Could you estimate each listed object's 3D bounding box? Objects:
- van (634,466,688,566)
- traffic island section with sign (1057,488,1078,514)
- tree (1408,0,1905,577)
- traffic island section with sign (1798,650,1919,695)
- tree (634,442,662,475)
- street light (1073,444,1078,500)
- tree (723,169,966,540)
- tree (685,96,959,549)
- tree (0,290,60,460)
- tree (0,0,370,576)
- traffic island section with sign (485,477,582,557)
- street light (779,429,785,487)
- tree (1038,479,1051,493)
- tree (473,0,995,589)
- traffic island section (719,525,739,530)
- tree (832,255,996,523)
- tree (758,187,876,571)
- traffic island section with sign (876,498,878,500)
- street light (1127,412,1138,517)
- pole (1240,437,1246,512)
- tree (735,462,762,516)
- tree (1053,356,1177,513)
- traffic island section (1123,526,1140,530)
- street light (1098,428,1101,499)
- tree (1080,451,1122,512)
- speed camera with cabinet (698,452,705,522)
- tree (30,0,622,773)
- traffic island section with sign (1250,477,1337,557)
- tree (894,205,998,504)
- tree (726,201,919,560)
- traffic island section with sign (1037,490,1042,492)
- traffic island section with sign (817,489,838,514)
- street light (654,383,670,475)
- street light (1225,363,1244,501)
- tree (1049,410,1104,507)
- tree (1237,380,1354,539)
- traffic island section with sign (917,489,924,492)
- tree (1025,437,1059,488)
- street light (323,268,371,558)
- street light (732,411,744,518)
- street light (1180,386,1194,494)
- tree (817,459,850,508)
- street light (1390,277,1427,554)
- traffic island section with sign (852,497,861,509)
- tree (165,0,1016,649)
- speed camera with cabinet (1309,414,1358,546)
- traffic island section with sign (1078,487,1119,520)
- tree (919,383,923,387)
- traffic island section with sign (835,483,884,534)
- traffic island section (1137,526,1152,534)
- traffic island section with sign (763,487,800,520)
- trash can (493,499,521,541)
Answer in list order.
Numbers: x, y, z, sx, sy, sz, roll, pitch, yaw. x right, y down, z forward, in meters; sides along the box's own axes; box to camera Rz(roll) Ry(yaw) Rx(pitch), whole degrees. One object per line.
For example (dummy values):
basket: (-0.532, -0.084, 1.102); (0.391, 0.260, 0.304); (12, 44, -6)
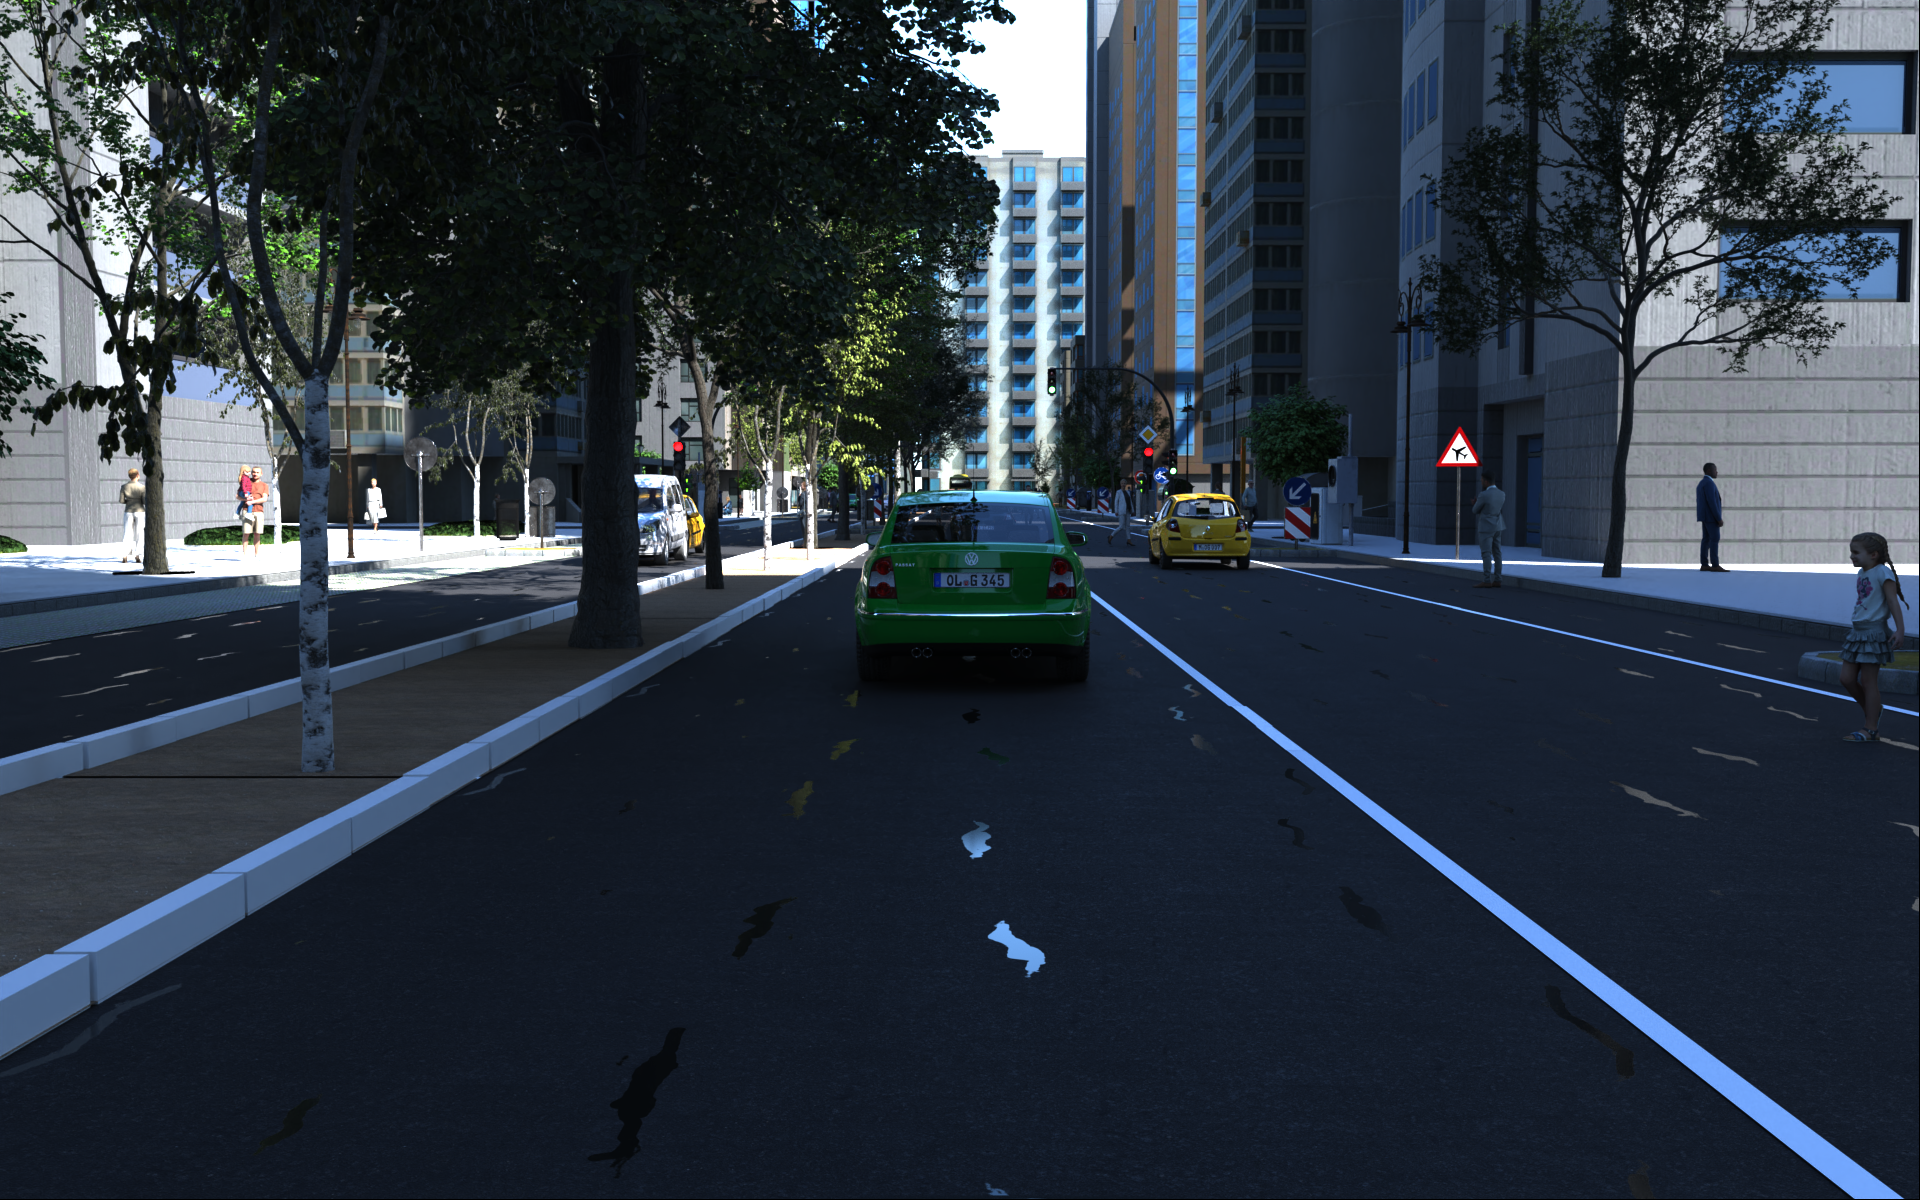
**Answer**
van: (-6.709, -1.772, 35.987); (2.013, 2.044, 4.112); (0, 4, -1)
traffic island section with sign: (7.715, -6.980, 122.749); (1.989, 1.847, 2.006); (0, 3, 0)
tree: (10.351, -5.616, 26.230); (7.601, 10.594, 8.767); (2, 4, 24)
traffic island section with sign: (7.576, -0.275, 13.131); (1.989, 1.847, 2.006); (0, 3, 0)
tree: (-20.352, -7.695, 109.527); (4.285, 4.588, 4.351); (0, 3, 0)
street light: (9.674, -10.512, 144.660); (0.468, 5.910, 1.993); (0, 3, 0)
tree: (-3.707, -8.132, 53.543); (7.486, 12.596, 7.792); (0, 3, 0)
tree: (-3.782, -7.124, 44.684); (9.928, 11.665, 9.643); (0, 3, 0)
tree: (-12.365, -2.229, 20.150); (4.285, 4.588, 4.351); (0, 3, 0)
tree: (-12.924, -6.202, 27.165); (9.928, 11.665, 9.643); (0, 3, 0)
traffic island section with sign: (-9.814, -1.939, 40.337); (1.989, 1.847, 2.006); (0, 3, 0)
street light: (-12.094, -8.891, 118.153); (0.468, 5.910, 1.993); (0, 3, 0)
tree: (10.637, -13.549, 216.127); (1.663, 3.219, 1.824); (0, 3, 0)
tree: (-3.655, -5.452, 26.008); (8.767, 10.594, 7.601); (0, 3, 0)
traffic island section: (-10.097, -2.947, 70.466); (2.009, 0.180, 2.903); (0, 3, 0)
tree: (-3.356, -10.471, 84.025); (12.009, 13.543, 11.850); (0, 3, 0)
tree: (-3.591, -4.855, 32.203); (4.360, 8.622, 3.978); (0, 3, 0)
traffic island section with sign: (-9.610, -11.655, 199.180); (1.989, 1.847, 2.006); (0, 3, 0)
street light: (9.698, -7.630, 97.542); (0.468, 5.910, 1.993); (0, 3, 0)
pole: (10.107, -4.161, 61.873); (0.158, 3.312, 0.155); (0, 3, 0)
tree: (-12.554, -6.637, 103.111); (1.663, 3.219, 1.824); (0, 3, 0)
tree: (10.343, -11.096, 115.830); (8.767, 10.594, 7.601); (1, 4, 8)
traffic island section: (7.645, -2.945, 70.439); (2.009, 0.180, 2.903); (0, 3, 0)
street light: (9.741, -9.066, 121.021); (0.468, 5.910, 1.993); (0, 3, 0)
tree: (10.326, -8.707, 126.080); (4.285, 4.588, 4.351); (0, 3, 0)
speed camera with cabinet: (-12.075, -5.326, 81.422); (0.660, 3.252, 2.038); (0, 4, -8)
tree: (-3.324, -3.430, 8.903); (4.360, 8.622, 3.978); (0, 3, 0)
traffic island section with sign: (7.617, -1.945, 40.425); (1.989, 1.847, 2.006); (0, 3, 0)
tree: (-4.694, -14.548, 96.210); (12.611, 20.169, 13.585); (0, 3, 0)
tree: (-3.185, -5.139, 36.842); (4.737, 8.622, 4.395); (0, 3, 0)
traffic island section with sign: (7.778, -10.020, 172.454); (1.989, 1.847, 2.006); (0, 3, 0)
traffic island section with sign: (-9.698, -7.020, 123.400); (1.989, 1.847, 2.006); (0, 3, 0)
street light: (-12.114, -5.982, 70.586); (0.468, 5.910, 1.993); (0, 3, 0)
street light: (9.680, -5.407, 61.187); (0.468, 5.910, 1.993); (0, 3, 0)
tree: (10.115, -12.560, 155.714); (4.737, 8.622, 4.395); (0, 3, 0)
tree: (9.702, -4.065, 50.172); (4.285, 4.588, 4.351); (0, 3, 0)
traffic island section with sign: (-3.353, -8.386, 145.252); (2.006, 1.907, 1.989); (0, 3, 0)
tree: (10.324, -16.618, 222.071); (4.360, 8.622, 3.978); (0, 3, 0)
street light: (-12.161, -3.769, 34.410); (0.468, 5.910, 1.993); (0, 3, 0)
street light: (-12.061, -7.418, 94.065); (0.468, 5.910, 1.993); (0, 3, 0)
street light: (9.691, -6.179, 73.809); (0.468, 5.910, 1.993); (0, 3, 0)
tree: (-12.076, -10.991, 163.420); (4.285, 4.588, 4.351); (0, 3, 0)
street light: (9.601, -3.934, 37.114); (0.468, 5.910, 1.993); (0, 3, 0)
traffic island section with sign: (-9.645, -10.006, 172.225); (1.989, 1.847, 2.006); (0, 3, 0)
tree: (-3.326, -6.533, 15.935); (9.857, 13.997, 8.962); (0, 3, 0)
speed camera with cabinet: (9.365, -3.003, 43.440); (0.660, 3.252, 2.038); (0, 4, -7)
traffic island section with sign: (7.682, -5.288, 95.088); (1.989, 1.847, 2.006); (0, 3, 0)
tree: (-3.341, -6.547, 59.862); (4.737, 8.622, 4.395); (0, 3, 0)
traffic island section with sign: (-3.457, -3.338, 62.707); (2.006, 1.907, 1.989); (0, 3, 0)
traffic island section: (7.635, -2.457, 62.454); (2.009, 0.180, 2.903); (0, 3, 0)
traffic island section with sign: (-9.738, -5.299, 95.274); (1.989, 1.847, 2.006); (0, 3, 0)
trash can: (-12.462, -2.205, 47.702); (0.748, 1.137, 0.748); (0, 3, 0)
